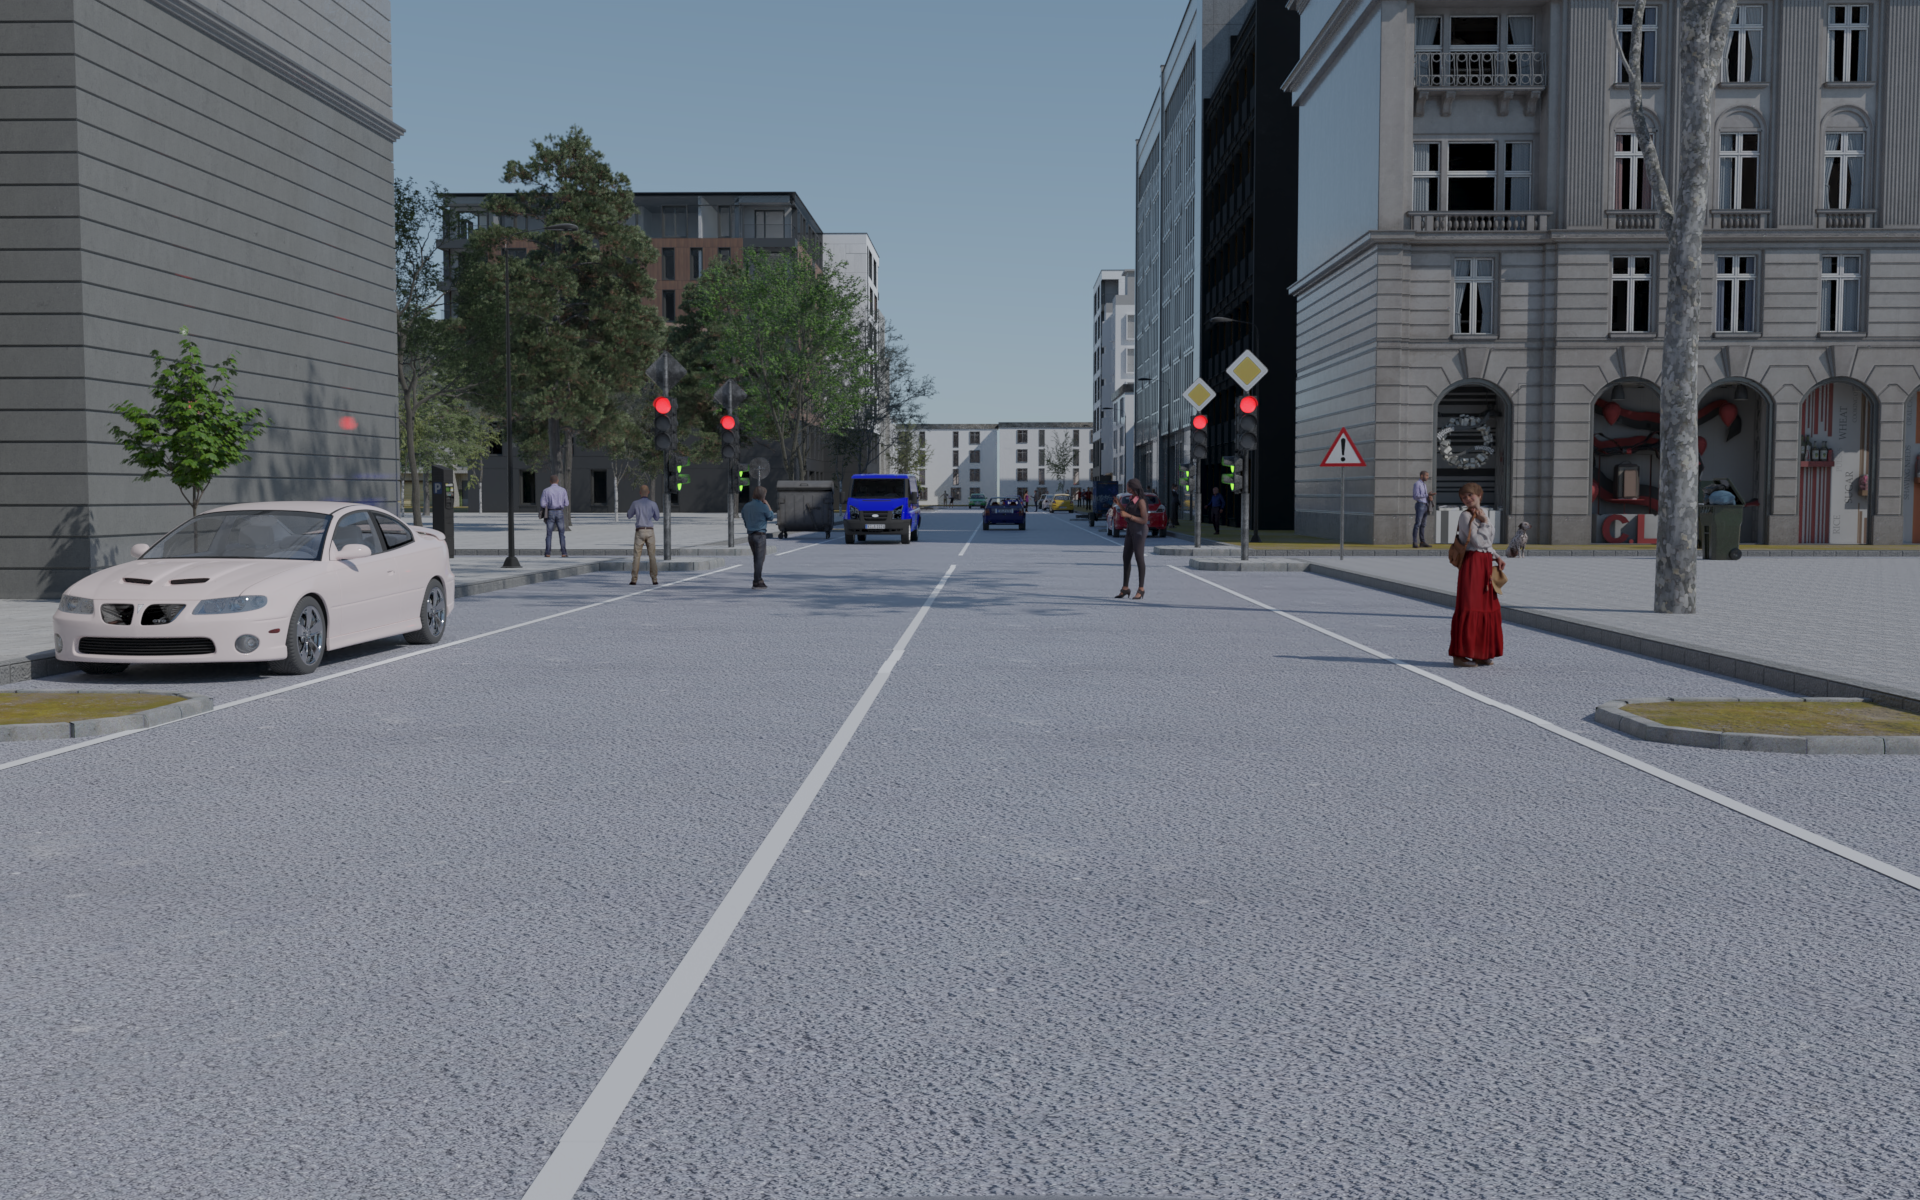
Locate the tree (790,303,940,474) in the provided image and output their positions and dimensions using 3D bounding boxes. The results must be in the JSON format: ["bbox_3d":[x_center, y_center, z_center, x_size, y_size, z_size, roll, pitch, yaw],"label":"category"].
[{"bbox_3d":[-6.321,-12.256,110.753,12.009,13.543,11.850,0,3,0],"label":"tree"}]

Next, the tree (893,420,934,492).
[{"bbox_3d":[-4.804,-13.324,168.214,4.737,8.622,4.395,0,3,0],"label":"tree"}]

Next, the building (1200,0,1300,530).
[{"bbox_3d":[16.641,-14.596,68.324,12.332,23.373,15.834,0,4,1],"label":"building"}]

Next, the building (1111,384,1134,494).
[{"bbox_3d":[16.963,-11.608,131.936,9.099,9.664,28.070,0,4,1],"label":"building"}]

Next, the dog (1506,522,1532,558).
[{"bbox_3d":[12.371,-1.320,38.422,0.513,0.831,0.800,1,4,12],"label":"dog"}]

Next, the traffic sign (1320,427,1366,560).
[{"bbox_3d":[7.419,-2.054,33.590,0.884,2.594,0.081,1,4,10],"label":"traffic sign"}]

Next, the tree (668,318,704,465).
[{"bbox_3d":[-18.616,-11.172,104.713,6.751,12.117,7.091,0,3,0],"label":"tree"}]

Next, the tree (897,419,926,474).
[{"bbox_3d":[-5.325,-12.984,162.648,4.360,8.622,3.978,0,3,0],"label":"tree"}]

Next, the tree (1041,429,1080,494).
[{"bbox_3d":[11.311,-14.904,194.045,4.737,8.622,4.395,0,3,0],"label":"tree"}]

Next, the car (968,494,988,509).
[{"bbox_3d":[1.744,-9.891,170.517,1.959,1.807,4.718,0,4,1],"label":"car"}]

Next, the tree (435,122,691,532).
[{"bbox_3d":[-13.948,-9.296,59.414,7.806,13.903,7.818,0,3,0],"label":"tree"}]

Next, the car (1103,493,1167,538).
[{"bbox_3d":[5.947,-3.029,58.572,2.155,1.783,4.494,0,4,1],"label":"car"}]

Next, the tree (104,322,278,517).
[{"bbox_3d":[-8.872,-1.537,19.725,1.663,3.219,1.824,0,3,0],"label":"tree"}]

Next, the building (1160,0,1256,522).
[{"bbox_3d":[16.829,-16.398,86.131,12.078,24.808,19.932,0,4,1],"label":"building"}]

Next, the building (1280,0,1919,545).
[{"bbox_3d":[22.099,-12.650,48.630,24.055,21.916,13.314,0,4,1],"label":"building"}]

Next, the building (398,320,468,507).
[{"bbox_3d":[-51.491,-19.399,183.628,31.486,18.905,16.747,0,4,1],"label":"building"}]

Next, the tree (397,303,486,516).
[{"bbox_3d":[-31.760,-11.307,102.999,7.486,12.596,7.792,0,3,0],"label":"tree"}]

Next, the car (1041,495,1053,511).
[{"bbox_3d":[8.112,-8.442,150.392,2.083,1.381,4.827,0,4,1],"label":"car"}]

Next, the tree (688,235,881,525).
[{"bbox_3d":[-7.076,-8.884,71.009,9.928,11.665,9.643,0,3,0],"label":"tree"}]

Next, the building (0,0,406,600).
[{"bbox_3d":[-25.145,-15.200,26.012,29.804,29.767,11.434,0,4,1],"label":"building"}]

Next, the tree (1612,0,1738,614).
[{"bbox_3d":[9.208,-9.930,18.243,12.611,20.169,13.585,0,3,0],"label":"tree"}]

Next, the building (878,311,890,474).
[{"bbox_3d":[-16.084,-18.318,165.952,16.747,18.905,31.486,0,4,1],"label":"building"}]

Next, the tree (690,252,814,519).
[{"bbox_3d":[-11.716,-11.199,90.531,7.806,13.903,7.818,0,3,0],"label":"tree"}]

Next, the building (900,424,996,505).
[{"bbox_3d":[-9.440,-16.238,207.643,28.070,9.664,9.099,0,4,1],"label":"building"}]

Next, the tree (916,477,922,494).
[{"bbox_3d":[-4.506,-11.570,183.778,1.663,3.219,1.824,0,3,0],"label":"tree"}]

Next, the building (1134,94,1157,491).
[{"bbox_3d":[17.472,-17.614,106.016,12.078,24.808,19.932,0,4,1],"label":"building"}]

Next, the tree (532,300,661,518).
[{"bbox_3d":[-21.283,-11.147,92.629,12.009,13.543,11.850,0,3,0],"label":"tree"}]

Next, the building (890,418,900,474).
[{"bbox_3d":[-21.022,-14.967,186.862,28.070,9.664,9.099,0,4,1],"label":"building"}]

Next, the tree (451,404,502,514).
[{"bbox_3d":[-31.368,-9.898,112.202,4.737,8.622,4.395,0,3,0],"label":"tree"}]

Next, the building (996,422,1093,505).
[{"bbox_3d":[18.601,-16.142,206.073,28.070,9.664,9.099,0,4,1],"label":"building"}]

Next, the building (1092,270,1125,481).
[{"bbox_3d":[27.159,-20.171,173.765,27.936,21.610,32.646,0,4,1],"label":"building"}]

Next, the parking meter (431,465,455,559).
[{"bbox_3d":[-10.277,-1.758,34.452,0.399,1.863,0.255,2,4,29],"label":"parking meter"}]

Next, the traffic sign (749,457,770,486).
[{"bbox_3d":[-6.919,-3.644,59.687,0.768,2.556,0.104,0,4,8],"label":"traffic sign"}]

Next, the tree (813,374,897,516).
[{"bbox_3d":[-6.730,-9.148,99.927,4.360,8.622,3.978,0,3,0],"label":"tree"}]

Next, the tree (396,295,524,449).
[{"bbox_3d":[-27.185,-10.114,75.732,12.009,13.543,11.850,0,3,0],"label":"tree"}]

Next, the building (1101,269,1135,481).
[{"bbox_3d":[20.514,-18.031,151.228,16.016,20.091,11.380,0,4,1],"label":"building"}]

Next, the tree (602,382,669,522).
[{"bbox_3d":[-15.803,-7.947,80.297,4.360,8.622,3.978,0,3,0],"label":"tree"}]

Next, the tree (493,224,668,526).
[{"bbox_3d":[-15.680,-8.980,68.887,6.751,12.117,7.091,0,3,0],"label":"tree"}]

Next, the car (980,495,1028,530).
[{"bbox_3d":[1.776,-3.504,69.865,1.945,1.354,3.894,0,4,1],"label":"car"}]

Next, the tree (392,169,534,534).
[{"bbox_3d":[-15.151,-6.896,47.160,7.601,10.594,8.767,0,4,-5],"label":"tree"}]

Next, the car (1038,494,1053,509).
[{"bbox_3d":[8.393,-9.550,165.925,2.009,1.686,4.222,0,4,1],"label":"car"}]

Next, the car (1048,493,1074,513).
[{"bbox_3d":[7.662,-7.381,130.895,2.015,1.641,3.980,0,4,0],"label":"car"}]

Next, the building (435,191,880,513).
[{"bbox_3d":[-21.252,-17.723,133.745,27.936,21.610,32.646,0,4,1],"label":"building"}]

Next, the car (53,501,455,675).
[{"bbox_3d":[-5.997,-0.178,15.273,2.083,1.381,4.827,0,4,3],"label":"car"}]

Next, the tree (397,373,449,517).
[{"bbox_3d":[-30.928,-8.889,95.693,4.737,8.622,4.395,0,3,0],"label":"tree"}]
